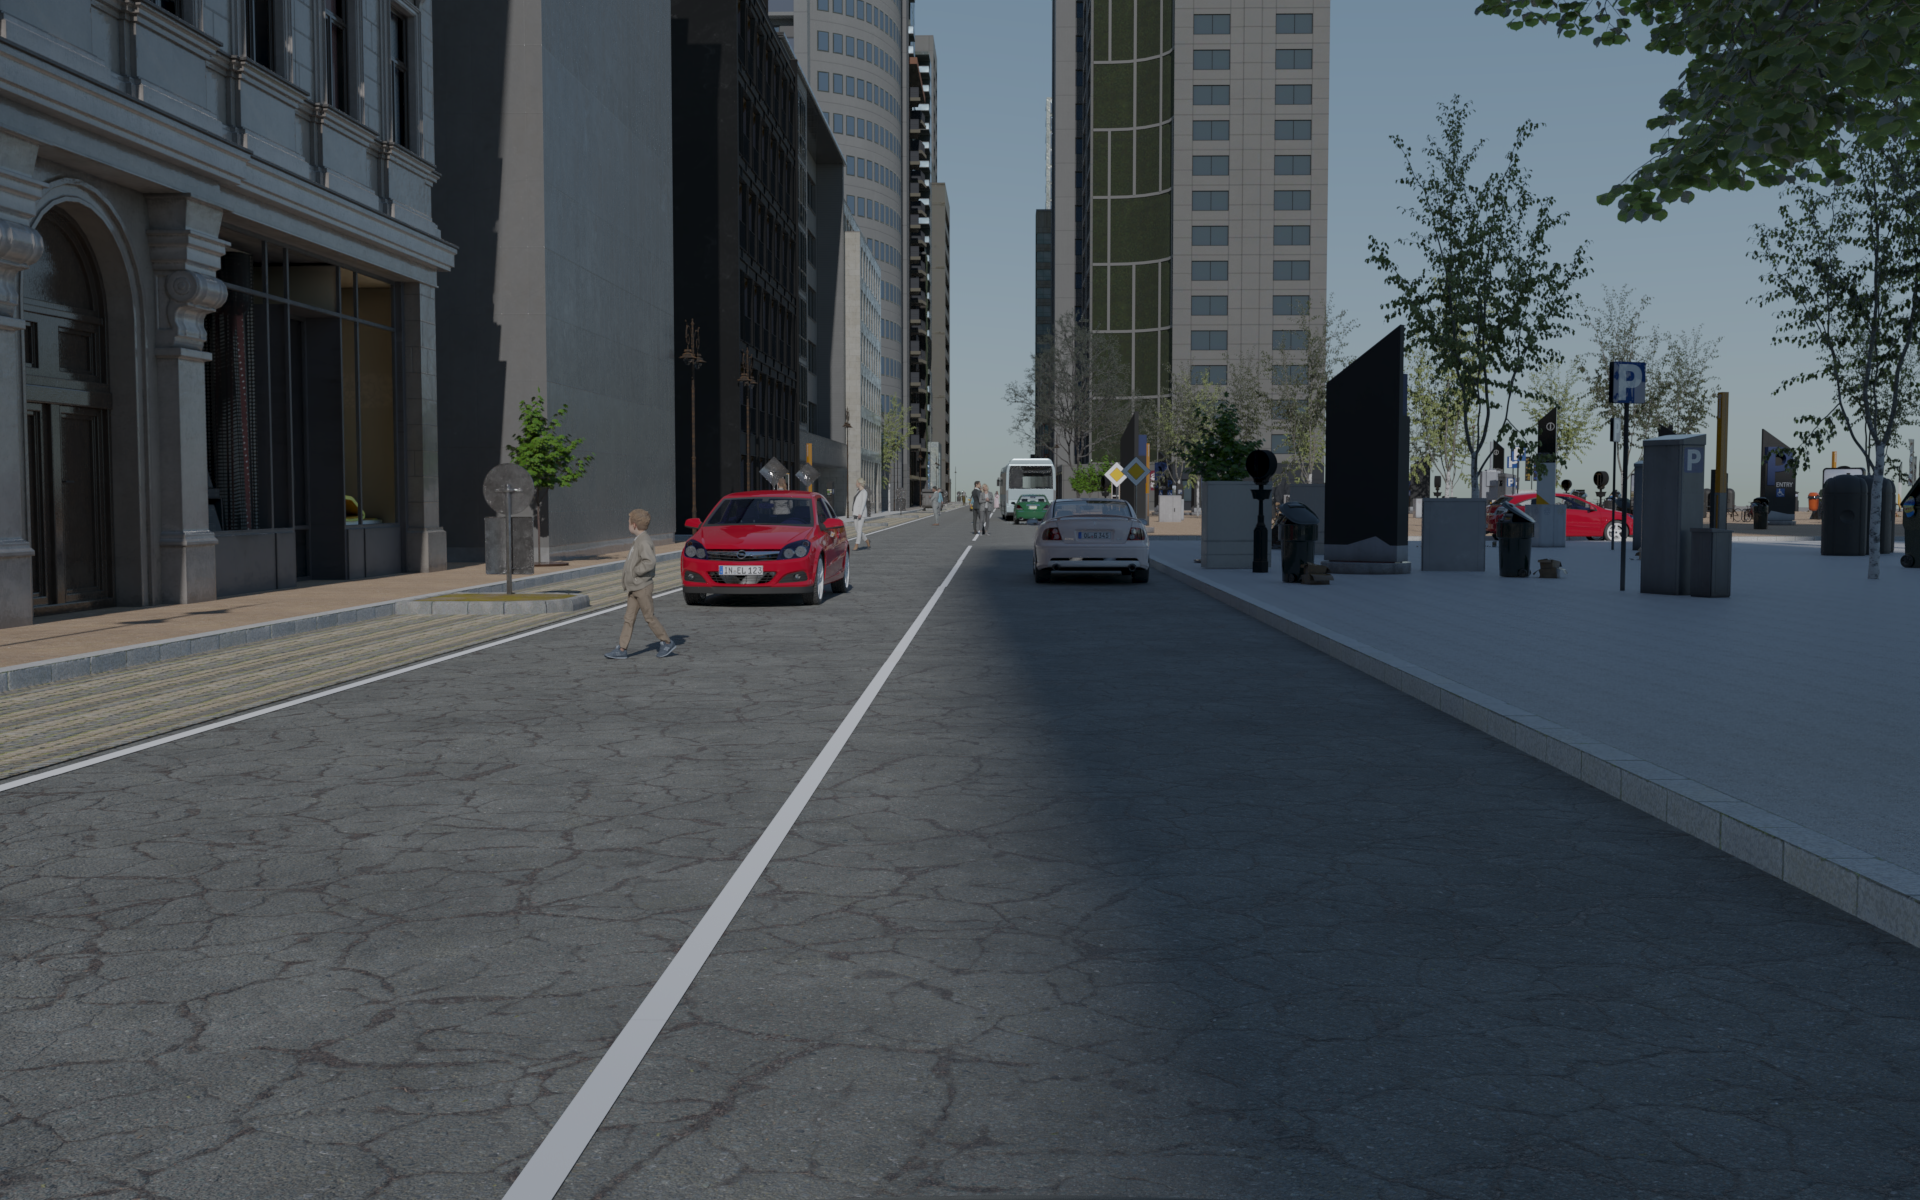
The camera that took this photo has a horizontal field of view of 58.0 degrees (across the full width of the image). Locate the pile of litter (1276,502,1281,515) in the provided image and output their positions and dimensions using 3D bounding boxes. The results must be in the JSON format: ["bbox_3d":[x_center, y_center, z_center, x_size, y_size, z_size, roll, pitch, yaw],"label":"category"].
[{"bbox_3d":[16.734,-4.808,92.571,1.176,0.858,1.719,-1,4,-22],"label":"pile of litter"}]

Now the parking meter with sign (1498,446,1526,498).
[{"bbox_3d":[20.072,-4.114,63.523,0.543,3.016,1.738,0,4,-8],"label":"parking meter with sign"}]

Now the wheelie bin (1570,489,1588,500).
[{"bbox_3d":[42.625,-6.792,118.951,0.980,1.594,0.693,0,4,-2],"label":"wheelie bin"}]

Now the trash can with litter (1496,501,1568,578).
[{"bbox_3d":[8.809,-0.935,26.675,1.055,1.170,0.624,2,4,27],"label":"trash can with litter"}]

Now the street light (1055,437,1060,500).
[{"bbox_3d":[7.374,-9.734,131.930,0.468,5.910,1.993,0,4,1],"label":"street light"}]

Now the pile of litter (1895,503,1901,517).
[{"bbox_3d":[51.926,-5.066,96.792,1.176,0.858,1.719,0,4,-1],"label":"pile of litter"}]

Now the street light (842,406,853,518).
[{"bbox_3d":[-5.934,-7.261,91.497,0.468,5.910,1.993,0,4,1],"label":"street light"}]

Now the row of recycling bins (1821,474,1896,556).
[{"bbox_3d":[19.332,-1.837,37.141,1.069,1.692,3.534,3,5,39],"label":"row of recycling bins"}]

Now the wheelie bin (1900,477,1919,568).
[{"bbox_3d":[16.833,-1.355,30.059,0.980,1.594,0.693,-2,4,-29],"label":"wheelie bin"}]

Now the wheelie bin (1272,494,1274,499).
[{"bbox_3d":[21.503,-6.896,120.652,0.693,1.594,0.980,1,4,15],"label":"wheelie bin"}]

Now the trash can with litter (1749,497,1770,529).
[{"bbox_3d":[29.159,-3.165,63.135,0.624,1.170,1.055,2,4,30],"label":"trash can with litter"}]

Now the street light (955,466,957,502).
[{"bbox_3d":[-0.731,-19.293,288.231,0.468,5.910,1.993,0,4,1],"label":"street light"}]

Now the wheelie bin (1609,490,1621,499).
[{"bbox_3d":[46.026,-6.957,121.651,0.693,1.594,0.980,3,5,45],"label":"wheelie bin"}]

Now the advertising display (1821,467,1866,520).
[{"bbox_3d":[21.387,-2.247,41.948,0.123,1.923,0.974,-3,5,-40],"label":"advertising display"}]

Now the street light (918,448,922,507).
[{"bbox_3d":[-3.856,-11.969,168.479,0.468,5.910,1.993,0,4,1],"label":"street light"}]

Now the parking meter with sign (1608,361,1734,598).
[{"bbox_3d":[9.102,-1.582,22.125,0.543,3.016,1.738,-1,4,-22],"label":"parking meter with sign"}]

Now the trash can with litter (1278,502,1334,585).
[{"bbox_3d":[5.022,-0.825,24.874,0.624,1.170,1.055,-1,4,-20],"label":"trash can with litter"}]

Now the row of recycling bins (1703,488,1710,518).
[{"bbox_3d":[38.005,-5.229,92.606,3.534,1.692,1.069,1,4,14],"label":"row of recycling bins"}]

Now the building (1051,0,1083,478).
[{"bbox_3d":[19.438,-38.376,169.452,21.231,58.520,28.212,0,4,1],"label":"building"}]

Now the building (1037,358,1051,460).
[{"bbox_3d":[24.342,-23.481,228.958,27.650,21.520,28.899,0,4,1],"label":"building"}]

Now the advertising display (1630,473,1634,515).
[{"bbox_3d":[21.063,-2.951,53.462,0.123,1.923,0.974,-1,4,-19],"label":"advertising display"}]

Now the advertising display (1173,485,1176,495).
[{"bbox_3d":[15.464,-7.380,125.871,0.123,1.923,0.974,3,4,37],"label":"advertising display"}]

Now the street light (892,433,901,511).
[{"bbox_3d":[-4.736,-9.700,131.389,0.468,5.910,1.993,0,4,1],"label":"street light"}]

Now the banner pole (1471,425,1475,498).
[{"bbox_3d":[18.623,-4.459,62.922,0.401,3.779,0.863,1,4,17],"label":"banner pole"}]

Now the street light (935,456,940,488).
[{"bbox_3d":[-2.670,-14.780,214.445,0.468,5.910,1.993,0,4,1],"label":"street light"}]

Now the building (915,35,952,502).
[{"bbox_3d":[-11.765,-51.227,275.807,20.563,71.187,20.611,0,4,1],"label":"building"}]

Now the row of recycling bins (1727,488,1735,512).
[{"bbox_3d":[53.291,-7.067,122.664,1.069,1.692,3.534,-2,4,-27],"label":"row of recycling bins"}]

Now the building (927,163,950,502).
[{"bbox_3d":[-12.470,-38.639,255.443,21.300,48.544,21.600,0,4,1],"label":"building"}]

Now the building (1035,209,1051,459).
[{"bbox_3d":[17.828,-34.642,249.986,14.154,41.232,14.086,0,4,1],"label":"building"}]

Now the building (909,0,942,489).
[{"bbox_3d":[-13.417,-55.957,227.567,22.319,86.520,31.000,0,4,1],"label":"building"}]

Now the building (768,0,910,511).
[{"bbox_3d":[-15.466,-36.759,143.015,21.231,58.520,28.212,0,4,1],"label":"building"}]

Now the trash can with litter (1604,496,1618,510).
[{"bbox_3d":[21.740,-2.790,56.666,2.233,1.210,1.678,2,4,26],"label":"trash can with litter"}]

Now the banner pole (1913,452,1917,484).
[{"bbox_3d":[55.596,-6.786,100.961,0.401,3.779,0.863,1,4,11],"label":"banner pole"}]

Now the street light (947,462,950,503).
[{"bbox_3d":[-1.669,-17.049,251.537,0.468,5.910,1.993,0,4,1],"label":"street light"}]

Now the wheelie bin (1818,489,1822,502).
[{"bbox_3d":[55.731,-6.348,111.691,0.693,1.594,0.980,-2,4,-31],"label":"wheelie bin"}]

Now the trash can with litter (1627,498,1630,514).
[{"bbox_3d":[25.096,-3.216,63.966,1.055,1.170,0.624,-3,5,-41],"label":"trash can with litter"}]

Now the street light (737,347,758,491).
[{"bbox_3d":[-6.706,-5.016,54.798,0.468,5.910,1.993,0,4,1],"label":"street light"}]

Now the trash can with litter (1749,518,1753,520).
[{"bbox_3d":[40.496,-4.683,87.622,2.233,1.210,1.678,-2,4,-26],"label":"trash can with litter"}]

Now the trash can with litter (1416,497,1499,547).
[{"bbox_3d":[12.287,-1.893,42.007,2.233,1.210,1.678,1,4,21],"label":"trash can with litter"}]

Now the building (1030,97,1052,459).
[{"bbox_3d":[22.391,-58.636,271.368,22.319,86.520,31.000,0,4,1],"label":"building"}]

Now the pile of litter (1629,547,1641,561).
[{"bbox_3d":[13.768,-1.218,33.885,1.719,0.858,1.176,-1,4,-21],"label":"pile of litter"}]

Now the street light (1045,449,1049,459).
[{"bbox_3d":[8.439,-11.984,168.730,0.468,5.910,1.993,0,4,1],"label":"street light"}]

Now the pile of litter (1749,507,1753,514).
[{"bbox_3d":[48.580,-5.583,105.239,1.719,0.858,1.176,-1,4,-17],"label":"pile of litter"}]

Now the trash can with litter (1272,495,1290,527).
[{"bbox_3d":[11.636,-3.455,67.550,2.233,1.210,1.678,0,4,-3],"label":"trash can with litter"}]

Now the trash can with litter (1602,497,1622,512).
[{"bbox_3d":[26.699,-3.631,70.758,0.624,1.170,1.055,3,5,40],"label":"trash can with litter"}]

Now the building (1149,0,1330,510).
[{"bbox_3d":[18.718,-43.208,144.710,20.563,71.187,20.611,0,4,1],"label":"building"}]

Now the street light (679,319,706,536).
[{"bbox_3d":[-7.050,-4.467,45.815,0.468,5.910,1.993,0,4,1],"label":"street light"}]
